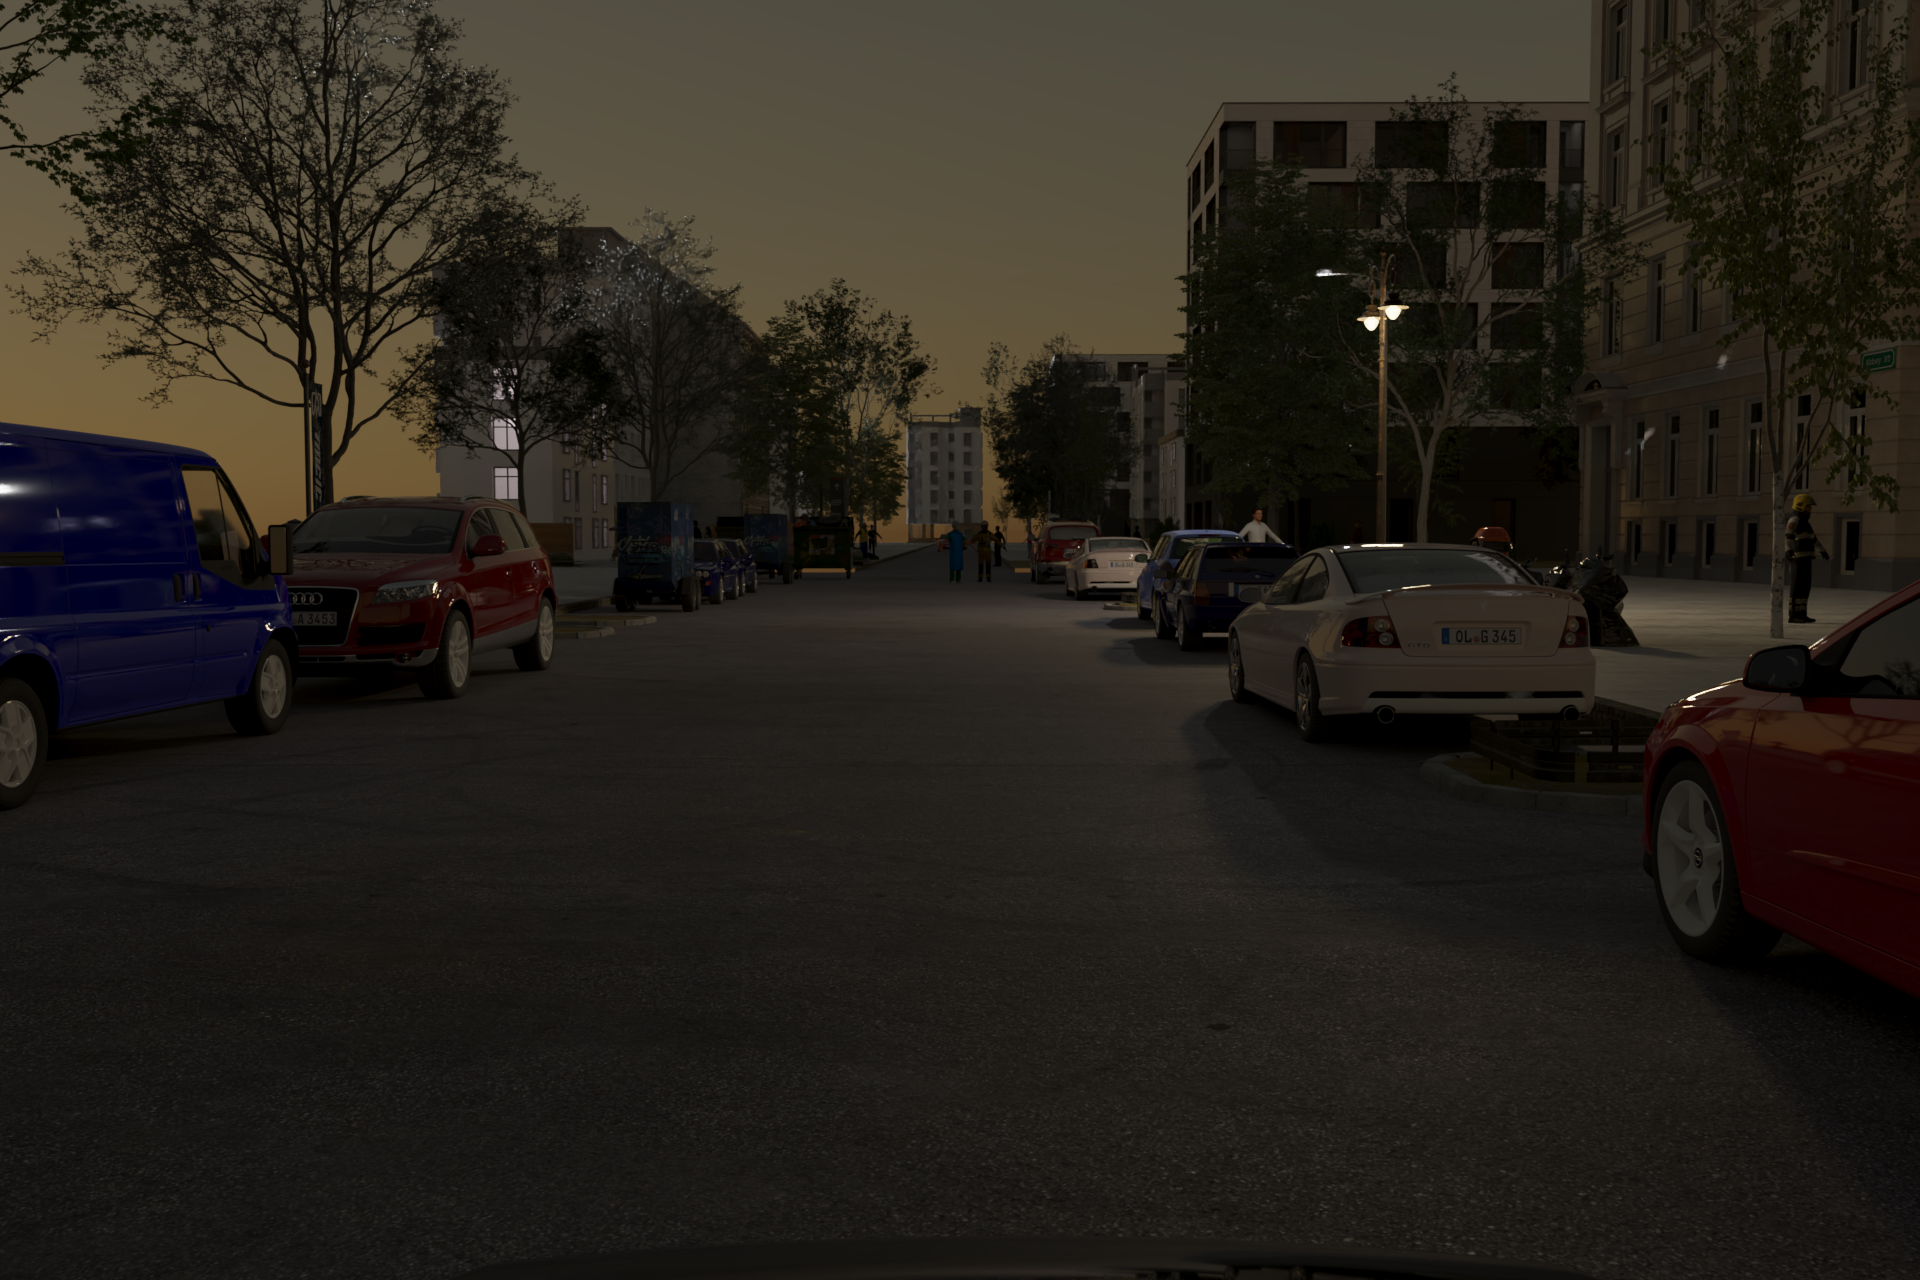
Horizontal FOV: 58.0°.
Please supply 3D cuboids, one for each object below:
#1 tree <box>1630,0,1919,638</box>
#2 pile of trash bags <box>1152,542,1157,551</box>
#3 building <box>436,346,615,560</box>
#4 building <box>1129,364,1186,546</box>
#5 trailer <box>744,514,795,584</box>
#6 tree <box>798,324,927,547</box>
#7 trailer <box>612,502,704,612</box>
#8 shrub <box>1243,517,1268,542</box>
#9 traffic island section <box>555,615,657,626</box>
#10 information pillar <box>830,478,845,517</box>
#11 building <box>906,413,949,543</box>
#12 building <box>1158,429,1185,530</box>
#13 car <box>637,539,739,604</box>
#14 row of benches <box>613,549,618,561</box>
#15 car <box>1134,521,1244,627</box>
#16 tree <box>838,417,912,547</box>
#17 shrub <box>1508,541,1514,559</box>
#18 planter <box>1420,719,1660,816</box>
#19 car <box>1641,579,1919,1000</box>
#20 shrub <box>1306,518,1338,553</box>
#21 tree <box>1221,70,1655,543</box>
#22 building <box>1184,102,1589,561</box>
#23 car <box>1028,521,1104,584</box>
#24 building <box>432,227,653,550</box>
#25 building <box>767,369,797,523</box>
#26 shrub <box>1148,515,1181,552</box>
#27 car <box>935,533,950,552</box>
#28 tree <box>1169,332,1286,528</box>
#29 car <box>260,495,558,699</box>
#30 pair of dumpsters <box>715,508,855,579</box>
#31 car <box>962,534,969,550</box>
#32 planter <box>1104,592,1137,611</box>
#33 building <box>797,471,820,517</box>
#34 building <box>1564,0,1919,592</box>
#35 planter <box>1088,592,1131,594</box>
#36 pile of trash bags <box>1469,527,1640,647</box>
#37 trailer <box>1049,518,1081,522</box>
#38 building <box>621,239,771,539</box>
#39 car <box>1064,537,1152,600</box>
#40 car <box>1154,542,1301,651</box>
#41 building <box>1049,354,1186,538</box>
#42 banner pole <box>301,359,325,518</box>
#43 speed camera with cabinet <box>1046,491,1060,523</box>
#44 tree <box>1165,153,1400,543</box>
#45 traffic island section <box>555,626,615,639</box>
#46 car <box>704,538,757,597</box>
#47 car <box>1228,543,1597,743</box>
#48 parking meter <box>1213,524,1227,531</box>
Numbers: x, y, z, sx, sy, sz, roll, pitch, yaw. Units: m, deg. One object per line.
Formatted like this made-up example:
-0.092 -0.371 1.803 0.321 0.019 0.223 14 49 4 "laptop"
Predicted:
10.184 -4.314 20.900 4.737 8.622 4.395 0 3 0 "tree"
7.385 -2.964 58.206 1.912 1.369 3.447 0 4 0 "pile of trash bags"
-22.694 -9.134 91.484 9.099 9.664 28.070 0 3 0 "building"
24.126 -20.570 192.738 16.016 20.090 11.380 0 4 1 "building"
-5.582 -2.585 49.316 1.471 1.999 3.904 0 4 0 "trailer"
-8.874 -18.174 153.030 12.611 20.169 13.585 0 3 0 "tree"
-5.590 -1.490 31.406 1.471 1.999 3.904 0 4 0 "trailer"
14.188 -4.736 81.477 1.661 2.075 1.752 0 3 0 "shrub"
-5.963 -0.306 27.875 1.991 0.108 1.994 0 4 1 "traffic island section"
-5.619 -5.523 79.685 0.750 3.857 0.750 0 4 1 "information pillar"
-7.717 -24.662 262.099 11.380 20.090 16.016 0 4 -1 "building"
21.887 -12.012 138.537 9.099 9.664 28.070 0 4 0 "building"
-5.703 -1.462 36.485 1.945 1.354 3.894 0 3 0 "car"
-15.610 -4.186 83.901 1.422 0.672 4.104 1 4 18 "row of benches"
3.822 -1.125 27.989 1.945 1.707 3.694 0 4 0 "car"
-8.362 -15.257 167.581 7.486 12.596 7.792 0 3 0 "tree"
23.244 -3.864 74.294 1.383 1.207 1.383 0 3 0 "shrub"
3.698 0.694 9.800 1.991 0.319 1.994 0 3 0 "planter"
3.346 0.275 4.543 2.155 1.783 4.494 0 4 0 "car"
17.004 -4.713 81.097 1.661 2.075 1.752 0 3 0 "shrub"
9.593 -6.210 35.950 8.767 10.594 7.601 1 4 12 "tree"
26.480 -15.570 98.541 27.936 21.610 32.646 0 4 0 "building"
3.159 -2.578 50.818 2.281 1.827 5.304 0 4 0 "car"
-26.485 -15.390 108.039 16.016 20.090 11.380 0 4 0 "building"
-24.818 -20.899 198.119 16.016 20.090 11.380 0 4 -1 "building"
8.194 -3.934 68.357 1.661 2.075 1.752 0 3 0 "shrub"
-0.899 -7.970 139.352 2.155 1.783 4.494 0 4 0 "car"
9.816 -6.920 63.499 4.737 8.622 4.395 0 3 0 "tree"
-5.359 -0.494 16.744 2.281 1.827 5.304 0 4 0 "car"
-5.589 -3.085 55.385 4.436 2.255 1.574 0 4 0 "pair of dumpsters"
-0.192 -9.136 159.161 2.009 1.686 4.222 0 4 -1 "car"
3.764 -0.731 33.085 1.991 0.319 1.994 0 4 1 "planter"
-22.798 -17.523 228.652 9.099 9.664 28.070 0 4 1 "building"
26.749 -15.976 47.119 13.634 28.700 20.117 0 4 0 "building"
3.861 -1.318 42.695 1.991 0.319 1.994 0 4 1 "planter"
6.856 -0.696 21.132 1.912 1.369 3.447 0 4 1 "pile of trash bags"
3.709 -3.374 62.211 1.471 1.999 3.904 0 4 -1 "trailer"
-25.098 -18.547 134.180 19.493 23.208 18.063 0 4 0 "building"
3.394 -1.614 38.750 2.083 1.381 4.827 0 4 -1 "car"
3.545 -0.606 22.486 1.945 1.354 3.894 0 3 0 "car"
24.802 -22.564 212.898 27.936 21.610 32.646 0 4 1 "building"
-9.367 -2.148 25.131 0.401 3.779 0.863 0 4 1 "banner pole"
4.239 -5.117 78.005 0.660 3.252 2.038 0 4 1 "speed camera with cabinet"
9.766 -8.209 52.350 7.486 12.596 7.792 0 3 0 "tree"
-5.973 -0.100 24.494 1.991 0.108 1.994 0 4 1 "traffic island section"
-5.818 -1.734 40.938 1.945 1.354 3.894 0 4 0 "car"
3.267 -0.056 13.278 2.083 1.381 4.827 0 4 -1 "car"
6.841 -2.272 45.561 0.372 1.533 0.369 0 3 0 "parking meter"
